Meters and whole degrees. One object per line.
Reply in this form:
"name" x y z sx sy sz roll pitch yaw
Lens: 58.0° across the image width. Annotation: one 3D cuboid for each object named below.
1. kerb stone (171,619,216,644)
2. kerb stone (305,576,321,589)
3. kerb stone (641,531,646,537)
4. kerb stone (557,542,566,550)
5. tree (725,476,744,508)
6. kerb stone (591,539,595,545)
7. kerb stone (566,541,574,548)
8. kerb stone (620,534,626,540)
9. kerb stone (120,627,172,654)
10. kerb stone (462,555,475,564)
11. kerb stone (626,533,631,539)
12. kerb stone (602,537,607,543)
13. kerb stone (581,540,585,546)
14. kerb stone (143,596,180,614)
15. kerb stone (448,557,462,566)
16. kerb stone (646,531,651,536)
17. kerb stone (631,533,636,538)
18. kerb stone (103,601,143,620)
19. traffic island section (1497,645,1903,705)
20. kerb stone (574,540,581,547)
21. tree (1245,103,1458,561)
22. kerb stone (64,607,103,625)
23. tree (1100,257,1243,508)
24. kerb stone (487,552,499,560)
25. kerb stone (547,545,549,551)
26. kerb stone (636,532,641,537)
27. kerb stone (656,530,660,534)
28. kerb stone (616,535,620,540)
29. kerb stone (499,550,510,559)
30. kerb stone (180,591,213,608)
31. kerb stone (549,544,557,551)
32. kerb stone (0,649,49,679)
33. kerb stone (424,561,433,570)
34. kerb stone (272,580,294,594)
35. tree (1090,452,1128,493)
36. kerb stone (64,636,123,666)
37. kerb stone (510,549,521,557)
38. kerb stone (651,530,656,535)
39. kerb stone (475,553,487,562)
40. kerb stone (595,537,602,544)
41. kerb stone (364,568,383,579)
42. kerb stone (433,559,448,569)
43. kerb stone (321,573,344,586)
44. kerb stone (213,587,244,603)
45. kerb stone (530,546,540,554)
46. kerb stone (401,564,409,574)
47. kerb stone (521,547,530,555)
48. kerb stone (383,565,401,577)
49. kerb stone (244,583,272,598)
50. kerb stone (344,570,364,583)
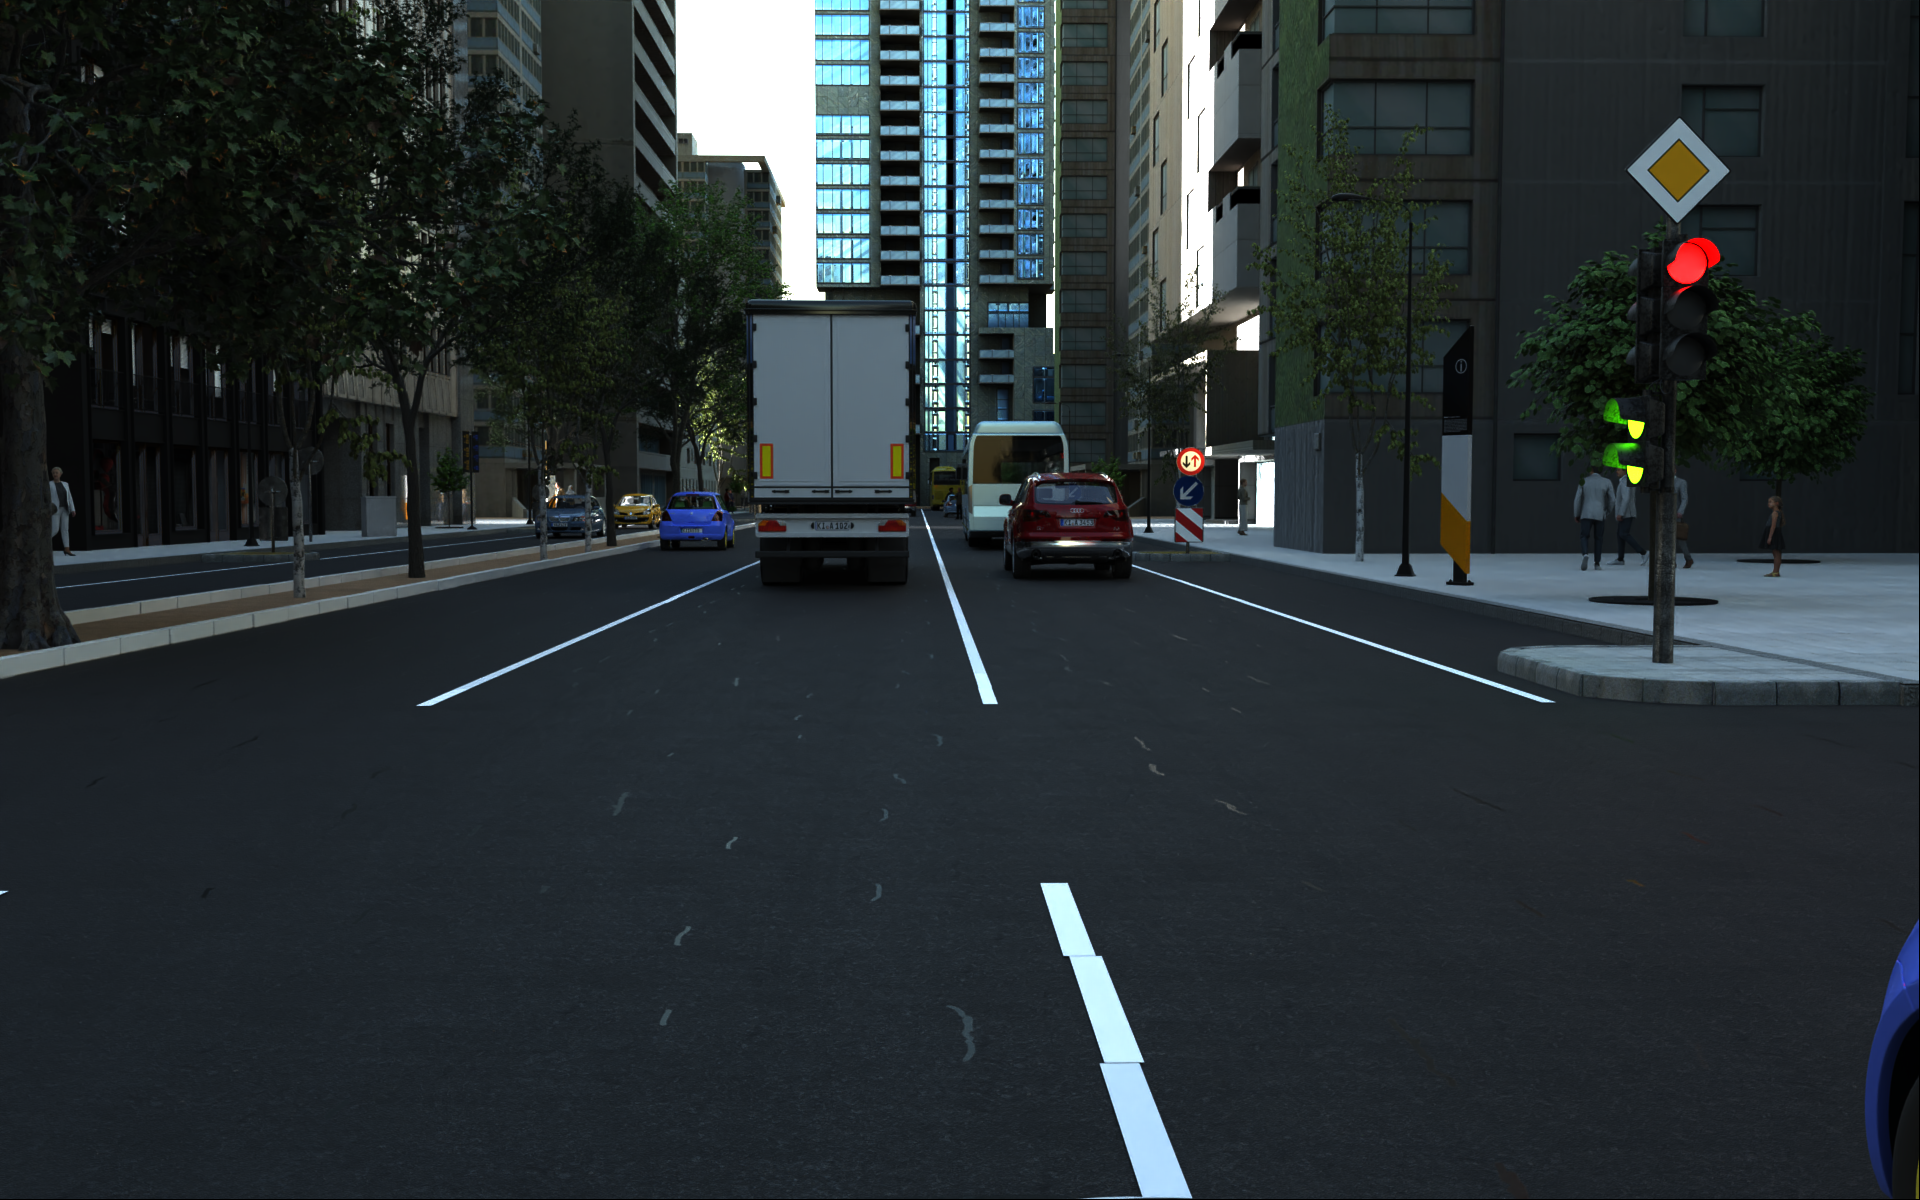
"kerb stone" -7.585 0.319 16.983 0.120 0.150 1.000 0 4 -1
"kerb stone" -9.915 -0.240 26.154 0.120 0.150 1.000 0 4 -1
"kerb stone" -10.718 -2.185 57.941 0.120 0.150 1.000 0 4 -1
"kerb stone" -10.373 -1.371 44.612 0.120 0.150 1.000 0 4 -1
"tree" -20.513 -10.056 159.016 1.663 3.219 1.824 0 3 0
"kerb stone" -10.487 -1.623 48.730 0.120 0.150 1.000 0 4 -1
"kerb stone" -10.409 -1.434 45.645 0.120 0.150 1.000 0 4 -1
"kerb stone" -10.617 -1.927 53.849 0.120 0.150 1.000 0 4 -1
"kerb stone" -7.562 0.382 15.956 0.120 0.150 1.000 0 4 -1
"kerb stone" -10.148 -0.803 35.380 0.120 0.150 1.000 0 4 -1
"kerb stone" -10.639 -1.998 54.870 0.120 0.150 1.000 0 4 -1
"kerb stone" -10.549 -1.744 50.776 0.120 0.150 1.000 0 4 -1
"kerb stone" -10.470 -1.560 47.703 0.120 0.150 1.000 0 4 -1
"kerb stone" -9.784 0.071 21.041 0.120 0.150 1.000 0 4 -1
"kerb stone" -10.128 -0.744 34.358 0.120 0.150 1.000 0 4 -1
"kerb stone" -10.753 -2.249 58.970 0.120 0.150 1.000 0 4 -1
"kerb stone" -10.670 -2.054 55.892 0.120 0.150 1.000 0 4 -1
"kerb stone" -9.763 0.139 20.020 0.120 0.150 1.000 0 4 -1
"traffic island section" 5.372 0.556 13.187 2.009 0.180 2.903 0 4 -1
"kerb stone" -10.435 -1.497 46.669 0.120 0.150 1.000 0 4 -1
"tree" 7.517 -5.029 32.582 4.737 8.622 4.395 0 3 0
"kerb stone" -9.725 0.196 18.996 0.120 0.150 1.000 0 4 -1
"tree" 6.497 -6.294 53.270 4.360 8.622 3.978 0 3 0
"kerb stone" -10.203 -0.932 37.440 0.120 0.150 1.000 0 4 -1
"kerb stone" -10.334 -1.245 42.556 0.120 0.150 1.000 0 4 -1
"kerb stone" -10.699 -2.122 56.919 0.120 0.150 1.000 0 4 -1
"kerb stone" -10.804 -2.371 61.020 0.120 0.150 1.000 0 4 -1
"kerb stone" -10.594 -1.873 52.821 0.120 0.150 1.000 0 4 -1
"kerb stone" -10.221 -0.995 38.462 0.120 0.150 1.000 0 4 -1
"kerb stone" -9.811 0.008 22.067 0.120 0.150 1.000 0 4 -1
"kerb stone" -10.363 -1.308 43.589 0.120 0.150 1.000 0 4 -1
"kerb stone" -7.504 0.507 13.906 0.120 0.150 1.000 0 4 -1
"kerb stone" -10.075 -0.619 32.309 0.120 0.150 1.000 0 4 -1
"kerb stone" -9.890 -0.172 25.133 0.120 0.150 1.000 0 4 -1
"tree" 6.982 -5.173 79.186 1.663 3.219 1.824 0 3 0
"kerb stone" -7.531 0.445 14.928 0.120 0.150 1.000 0 4 -1
"kerb stone" -10.253 -1.058 39.489 0.120 0.150 1.000 0 4 -1
"kerb stone" -10.772 -2.309 59.999 0.120 0.150 1.000 0 4 -1
"kerb stone" -10.177 -0.869 36.410 0.120 0.150 1.000 0 4 -1
"kerb stone" -10.505 -1.682 49.754 0.120 0.150 1.000 0 4 -1
"kerb stone" -9.993 -0.431 29.238 0.120 0.150 1.000 0 4 -1
"kerb stone" -10.097 -0.678 33.336 0.120 0.150 1.000 0 4 -1
"kerb stone" -9.941 -0.305 27.189 0.120 0.150 1.000 0 4 -1
"kerb stone" -9.842 -0.054 23.088 0.120 0.150 1.000 0 4 -1
"kerb stone" -10.308 -1.183 41.534 0.120 0.150 1.000 0 4 -1
"kerb stone" -10.039 -0.550 31.283 0.120 0.150 1.000 0 4 -1
"kerb stone" -10.287 -1.120 40.512 0.120 0.150 1.000 0 4 -1
"kerb stone" -10.018 -0.490 30.260 0.120 0.150 1.000 0 4 -1
"kerb stone" -9.867 -0.116 24.110 0.120 0.150 1.000 0 4 -1
"kerb stone" -9.967 -0.367 28.212 0.120 0.150 1.000 0 4 -1
